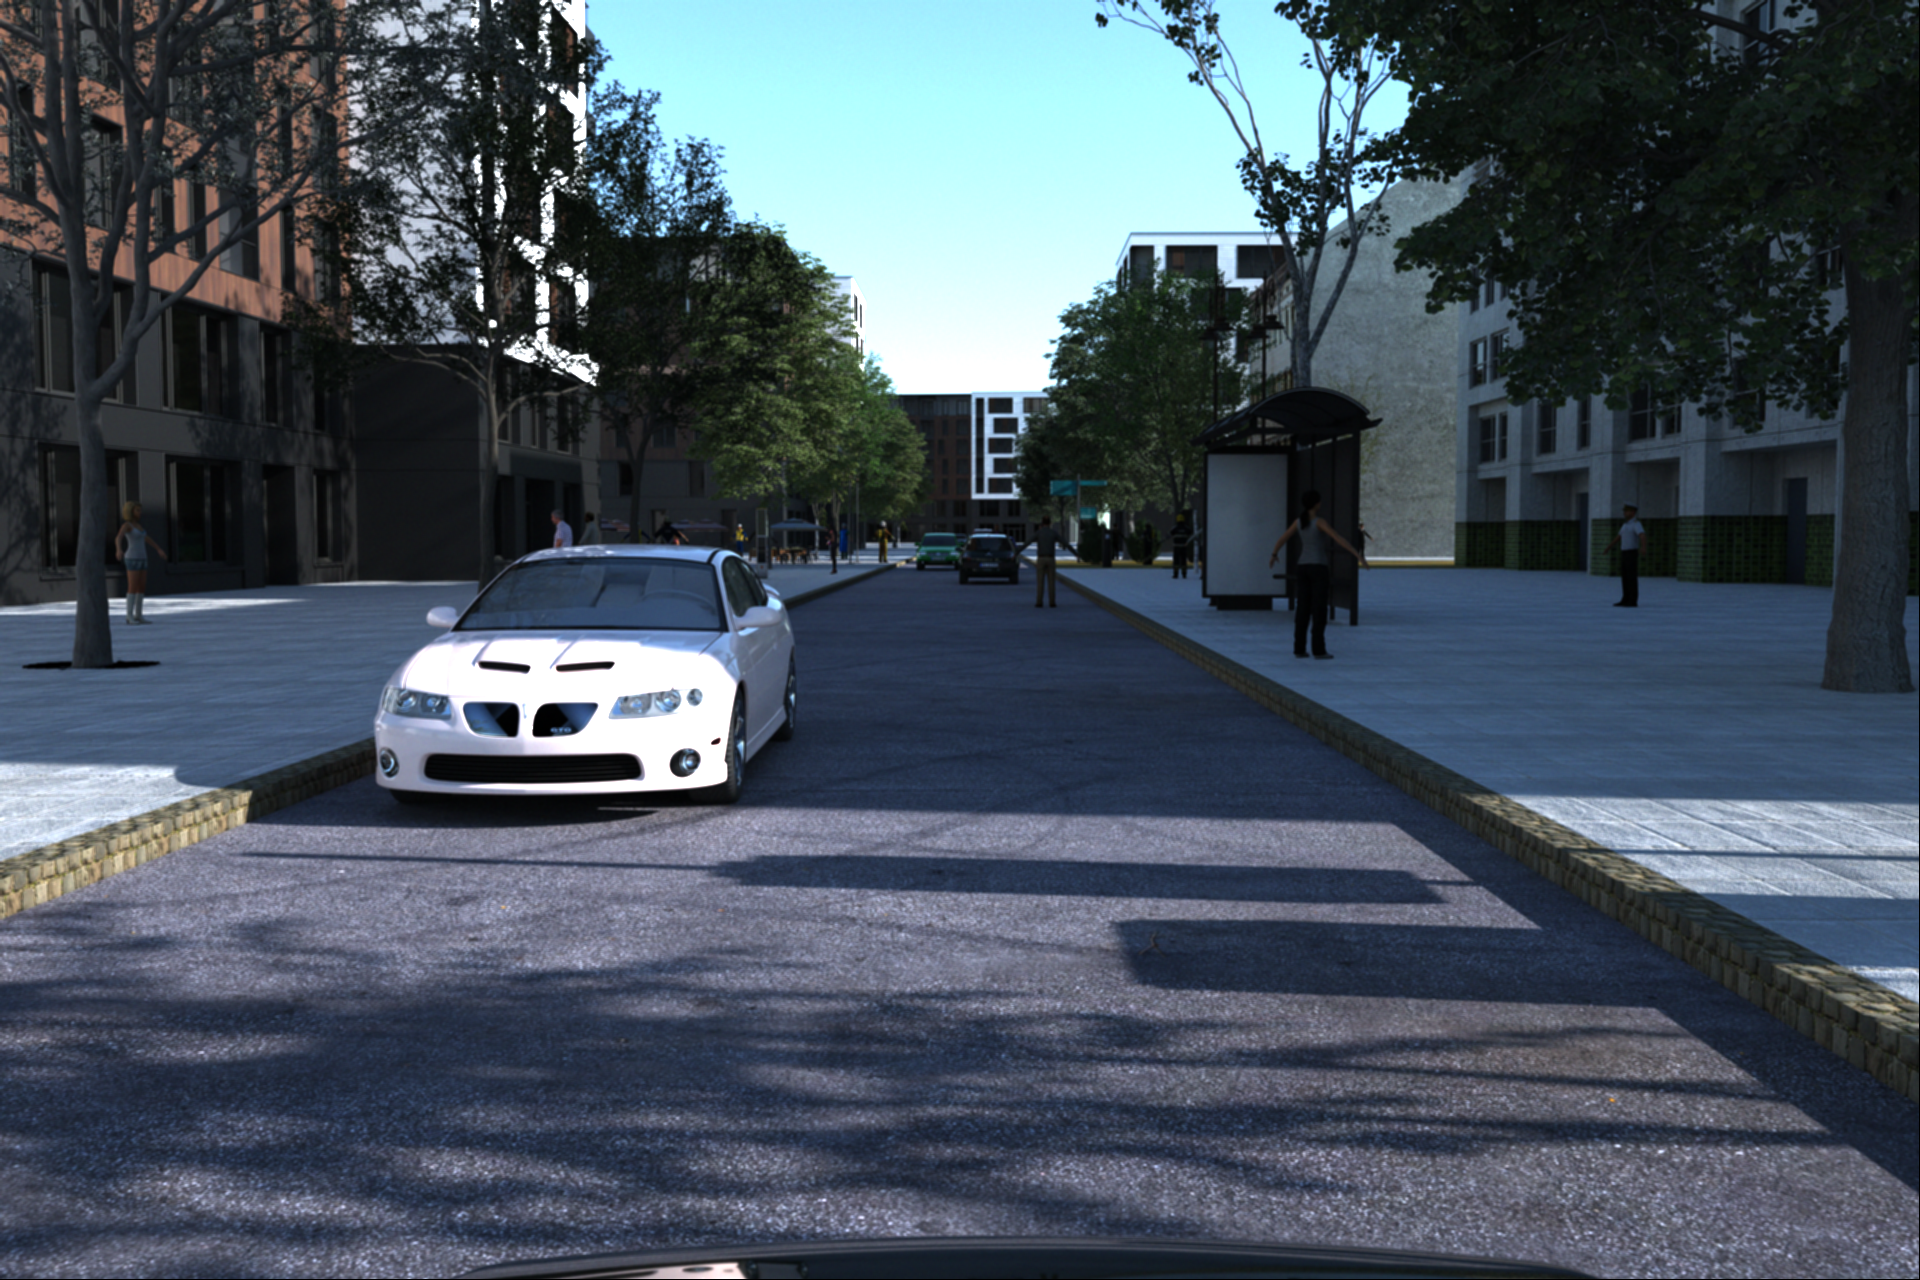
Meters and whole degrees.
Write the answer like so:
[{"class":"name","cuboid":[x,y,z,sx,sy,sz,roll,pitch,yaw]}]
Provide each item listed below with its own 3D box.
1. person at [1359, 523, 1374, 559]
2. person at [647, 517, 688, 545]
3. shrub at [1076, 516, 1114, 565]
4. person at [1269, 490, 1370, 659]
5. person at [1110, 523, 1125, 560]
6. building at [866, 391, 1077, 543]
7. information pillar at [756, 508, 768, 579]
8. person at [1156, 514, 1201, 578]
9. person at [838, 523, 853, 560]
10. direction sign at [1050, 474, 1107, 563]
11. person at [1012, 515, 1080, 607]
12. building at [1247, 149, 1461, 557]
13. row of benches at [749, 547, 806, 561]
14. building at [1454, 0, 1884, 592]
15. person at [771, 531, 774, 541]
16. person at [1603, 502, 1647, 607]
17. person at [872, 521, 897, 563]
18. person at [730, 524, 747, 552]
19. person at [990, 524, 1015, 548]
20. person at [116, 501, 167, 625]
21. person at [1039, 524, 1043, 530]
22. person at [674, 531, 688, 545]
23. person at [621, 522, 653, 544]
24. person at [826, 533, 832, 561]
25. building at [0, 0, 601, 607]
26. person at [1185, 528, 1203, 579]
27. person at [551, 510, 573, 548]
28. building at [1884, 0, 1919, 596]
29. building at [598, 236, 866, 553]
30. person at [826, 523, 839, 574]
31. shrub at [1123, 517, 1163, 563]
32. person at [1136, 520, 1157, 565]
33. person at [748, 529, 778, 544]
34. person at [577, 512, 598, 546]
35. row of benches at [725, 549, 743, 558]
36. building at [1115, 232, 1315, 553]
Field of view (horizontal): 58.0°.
[{"class":"person","cuboid":[20.232,-4.976,87.285,1.347,1.837,0.705,-1,4,-22]},{"class":"person","cuboid":[-9.441,-3.061,55.913,1.351,1.845,0.704,-1,4,-15]},{"class":"shrub","cuboid":[5.642,-4.146,72.204,1.690,2.028,1.600,0,3,0]},{"class":"person","cuboid":[3.690,-0.680,17.931,0.721,1.737,1.217,-3,5,-43]},{"class":"person","cuboid":[7.643,-4.846,85.411,1.347,1.806,0.705,-2,4,-31]},{"class":"building","cuboid":[0.962,-25.353,260.949,32.646,21.610,27.936,0,4,6]},{"class":"information pillar","cuboid":[-5.675,-2.765,49.696,0.304,2.012,0.304,0,4,0]},{"class":"person","cuboid":[6.381,-2.719,50.222,1.351,1.858,0.704,0,4,-4]},{"class":"person","cuboid":[-5.807,-4.909,86.384,1.347,1.817,0.704,3,5,41]},{"class":"direction sign","cuboid":[5.268,-5.366,76.489,2.525,3.948,1.411,0,4,0]},{"class":"person","cuboid":[1.687,-1.542,33.932,1.348,1.796,0.705,0,3,0]},{"class":"building","cuboid":[27.978,-16.709,104.122,19.493,23.208,18.063,0,4,1]},{"class":"row of benches","cuboid":[-8.682,-4.137,83.105,1.422,0.672,4.104,2,4,28]},{"class":"building","cuboid":[27.872,-11.401,52.859,16.747,18.905,31.486,0,4,1]},{"class":"person","cuboid":[-11.314,-5.884,102.393,0.705,1.806,1.347,1,4,21]},{"class":"person","cuboid":[11.808,-1.518,30.614,0.704,1.855,1.343,0,4,-8]},{"class":"person","cuboid":[-3.420,-4.374,77.280,1.354,1.858,0.705,2,4,33]},{"class":"person","cuboid":[-12.571,-5.673,98.727,1.349,1.833,0.705,3,4,38]},{"class":"person","cuboid":[1.353,-3.346,63.390,1.346,1.802,0.704,0,4,0]},{"class":"person","cuboid":[-11.624,-1.099,24.578,0.721,1.753,1.214,0,4,4]},{"class":"person","cuboid":[3.071,-3.474,65.391,0.704,1.812,1.346,0,4,-2]},{"class":"person","cuboid":[-13.869,-4.757,84.581,1.217,1.733,0.721,1,4,12]},{"class":"person","cuboid":[-12.457,-3.686,66.734,1.216,1.772,0.721,0,4,-4]},{"class":"person","cuboid":[-6.277,-4.550,83.656,0.599,1.433,0.991,1,4,11]},{"class":"building","cuboid":[-26.991,-12.275,44.664,27.936,21.610,32.646,0,4,2]},{"class":"person","cuboid":[6.996,-2.590,49.181,1.217,1.735,0.721,0,4,3]},{"class":"person","cuboid":[-7.067,-1.443,30.569,0.436,1.711,0.756,1,4,12]},{"class":"building","cuboid":[27.683,-9.453,21.015,16.747,18.905,31.486,0,4,1]},{"class":"building","cuboid":[-22.465,-17.833,135.551,27.936,21.610,32.646,0,4,1]},{"class":"person","cuboid":[-4.139,-2.960,55.916,0.415,1.643,0.593,-2,4,-29]},{"class":"shrub","cuboid":[8.110,-4.442,76.661,1.661,2.075,1.752,0,3,0]},{"class":"person","cuboid":[7.854,-4.071,72.347,0.705,1.856,1.354,3,5,43]},{"class":"person","cuboid":[-7.549,-3.654,65.876,1.348,1.813,0.705,2,4,29]},{"class":"person","cuboid":[-9.003,-2.198,42.031,0.704,1.819,1.344,0,4,7]},{"class":"row of benches","cuboid":[-10.110,-3.307,69.538,1.422,0.672,4.104,2,4,26]},{"class":"building","cuboid":[25.766,-17.716,133.632,27.936,21.610,32.646,0,4,1]}]
